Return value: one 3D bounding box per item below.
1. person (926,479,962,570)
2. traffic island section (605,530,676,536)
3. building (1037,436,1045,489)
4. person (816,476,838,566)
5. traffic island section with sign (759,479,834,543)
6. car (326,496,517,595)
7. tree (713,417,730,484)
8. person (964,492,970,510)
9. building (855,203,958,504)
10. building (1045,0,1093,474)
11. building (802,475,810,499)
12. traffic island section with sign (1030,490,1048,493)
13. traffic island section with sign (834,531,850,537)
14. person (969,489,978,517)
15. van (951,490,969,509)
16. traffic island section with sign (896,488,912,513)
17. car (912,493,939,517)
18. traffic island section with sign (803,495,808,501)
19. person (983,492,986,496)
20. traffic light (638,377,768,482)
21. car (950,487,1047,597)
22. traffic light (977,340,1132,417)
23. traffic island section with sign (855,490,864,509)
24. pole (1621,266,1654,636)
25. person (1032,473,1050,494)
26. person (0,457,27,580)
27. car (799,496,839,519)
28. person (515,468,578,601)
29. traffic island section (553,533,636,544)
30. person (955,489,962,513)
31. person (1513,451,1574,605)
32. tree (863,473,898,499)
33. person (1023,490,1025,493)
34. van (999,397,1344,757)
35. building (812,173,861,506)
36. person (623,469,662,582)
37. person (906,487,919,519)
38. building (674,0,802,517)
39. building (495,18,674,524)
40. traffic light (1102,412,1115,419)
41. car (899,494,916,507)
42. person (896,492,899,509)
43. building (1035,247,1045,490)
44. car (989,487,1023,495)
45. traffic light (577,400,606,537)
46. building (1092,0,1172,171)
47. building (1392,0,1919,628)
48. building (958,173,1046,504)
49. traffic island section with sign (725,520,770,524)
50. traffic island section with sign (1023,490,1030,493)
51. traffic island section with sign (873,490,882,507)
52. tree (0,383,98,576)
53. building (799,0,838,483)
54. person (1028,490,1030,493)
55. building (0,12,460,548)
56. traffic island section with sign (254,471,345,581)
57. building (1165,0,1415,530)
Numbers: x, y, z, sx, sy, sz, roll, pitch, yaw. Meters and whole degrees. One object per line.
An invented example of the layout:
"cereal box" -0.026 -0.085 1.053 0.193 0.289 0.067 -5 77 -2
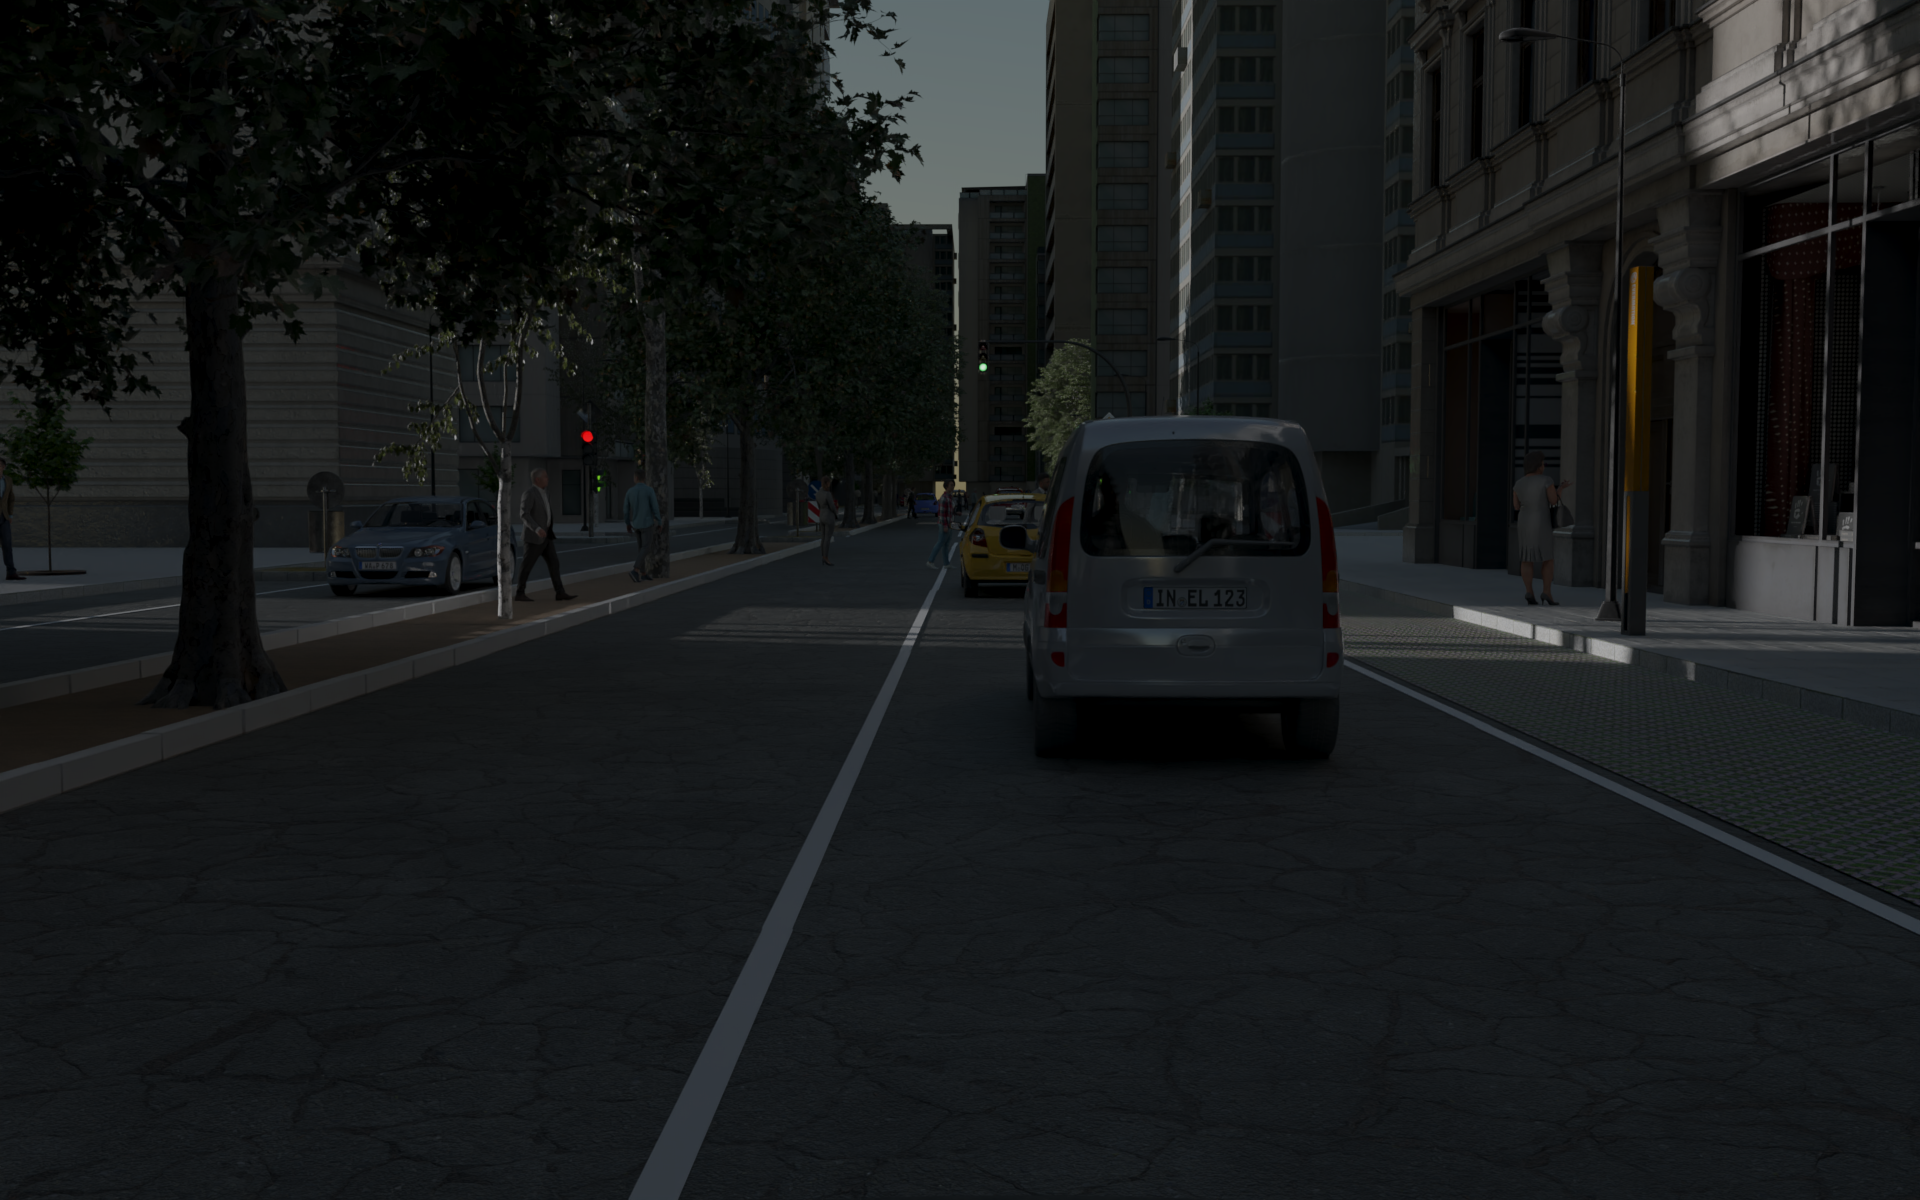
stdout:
"person" -0.300 -1.447 32.989 0.643 1.720 0.563 1 4 10
"traffic island section" -10.922 -2.282 59.586 2.009 0.180 2.903 0 4 1
"building" 19.706 -52.950 178.408 22.319 86.520 31.000 0 4 1
"person" -2.619 -1.590 34.773 0.520 1.790 0.573 2 4 35
"traffic island section with sign" -4.923 -2.669 51.770 2.006 1.907 1.989 0 4 1
"car" -7.964 -0.857 26.012 2.014 1.417 4.499 0 4 1
"tree" -13.615 -8.518 89.635 4.360 8.622 3.978 0 3 0
"person" 0.607 -8.751 153.044 0.593 1.643 0.415 1 4 12
"building" -12.418 -33.156 233.973 23.993 40.220 32.217 0 4 1
"building" 18.570 -32.345 152.548 21.300 48.544 21.600 0 4 1
"building" -20.154 -22.688 142.658 14.160 30.474 14.107 0 4 1
"traffic island section with sign" 5.685 -6.280 111.300 1.989 1.847 2.006 0 4 1
"traffic island section with sign" -4.834 -3.122 59.176 2.006 1.907 1.989 0 4 1
"person" 0.918 -6.167 109.815 0.515 1.767 0.782 -2 4 -33
"van" -0.127 -9.553 163.209 2.013 2.044 4.112 0 4 1
"traffic island section with sign" -4.031 -7.717 134.311 2.006 1.907 1.989 0 4 1
"car" -2.148 -6.077 108.943 1.945 1.707 3.694 0 4 1
"traffic island section with sign" -10.037 -6.275 111.221 1.989 1.847 2.006 0 4 1
"person" 2.400 -10.050 174.291 0.415 1.643 0.593 0 4 -1
"traffic light" -8.790 -5.186 59.464 4.771 5.953 1.251 0 4 1
"car" 0.864 -0.931 25.451 2.015 1.641 3.980 0 4 -1
"traffic light" 2.899 -4.680 51.192 4.771 5.953 1.251 0 4 1
"traffic island section with sign" -9.489 -9.340 161.336 1.989 1.847 2.006 0 4 1
"pole" 6.126 -1.334 15.662 0.158 3.312 0.155 0 3 0
"person" 1.372 -1.266 29.480 0.850 1.792 0.678 2 4 34
"person" -14.329 -1.205 25.660 0.836 1.842 0.656 0 4 -6
"car" -7.908 -5.415 97.577 2.155 1.783 4.494 0 4 3
"person" -5.517 -0.862 22.985 0.834 1.777 0.661 0 4 8
"traffic island section" -11.009 -1.793 51.602 2.009 0.180 2.903 0 4 1
"person" -0.068 -6.729 118.944 0.576 1.772 0.534 3 5 43
"person" 6.775 -0.832 20.006 0.532 1.782 0.716 -3 5 -43
"tree" -4.576 -10.325 121.638 4.360 8.622 3.978 0 3 0
"person" 6.401 -9.998 171.927 1.348 1.831 0.705 0 4 -5
"van" 1.249 -0.232 10.804 2.013 2.044 4.112 0 4 1
"building" -18.795 -31.769 203.014 14.086 41.232 14.154 0 4 1
"person" -5.226 -1.211 28.170 0.638 1.841 0.748 2 4 31
"person" -2.700 -5.575 99.424 0.755 1.850 0.659 0 4 -4
"building" -21.787 -34.520 106.402 21.231 58.520 28.212 0 4 1
"building" -21.267 -24.112 77.828 14.154 41.232 14.086 0 4 1
"traffic light" 5.078 -4.304 59.295 0.839 4.253 0.868 0 4 1
"car" -5.822 -11.524 197.454 2.155 1.783 4.494 0 4 2
"person" -6.249 -9.761 169.007 0.541 1.710 0.530 2 4 34
"building" 15.828 -26.392 203.213 14.160 30.474 14.107 0 4 1
"car" 2.788 -5.537 99.207 2.281 1.827 5.304 0 4 0
"traffic light" -10.969 -3.825 51.466 0.839 4.253 0.868 0 4 1
"building" 15.422 -26.197 111.908 14.154 41.232 14.086 0 4 1
"building" 12.801 -11.002 30.799 10.553 20.767 40.483 0 4 1
"building" 6.756 -33.016 223.412 14.086 41.232 14.154 0 4 1
"traffic island section with sign" -10.317 -4.626 84.267 1.989 1.847 2.006 0 4 1
"traffic island section with sign" 6.513 -10.982 188.176 1.989 1.847 2.006 0 4 1
"traffic island section with sign" -9.205 -11.003 188.527 1.989 1.847 2.006 0 4 1
"tree" -14.584 -2.024 27.694 1.663 3.219 1.824 0 3 0
"building" -26.444 -35.081 162.809 28.713 52.752 27.495 0 4 1
"person" 6.073 -8.862 153.379 1.348 1.826 0.705 0 4 -6
"building" -23.933 -13.253 45.560 19.941 23.489 11.050 0 4 1
"traffic island section with sign" -10.926 -1.269 29.382 1.989 1.847 2.006 0 4 1
"building" 22.004 -23.519 76.412 23.993 40.220 32.217 0 4 1
